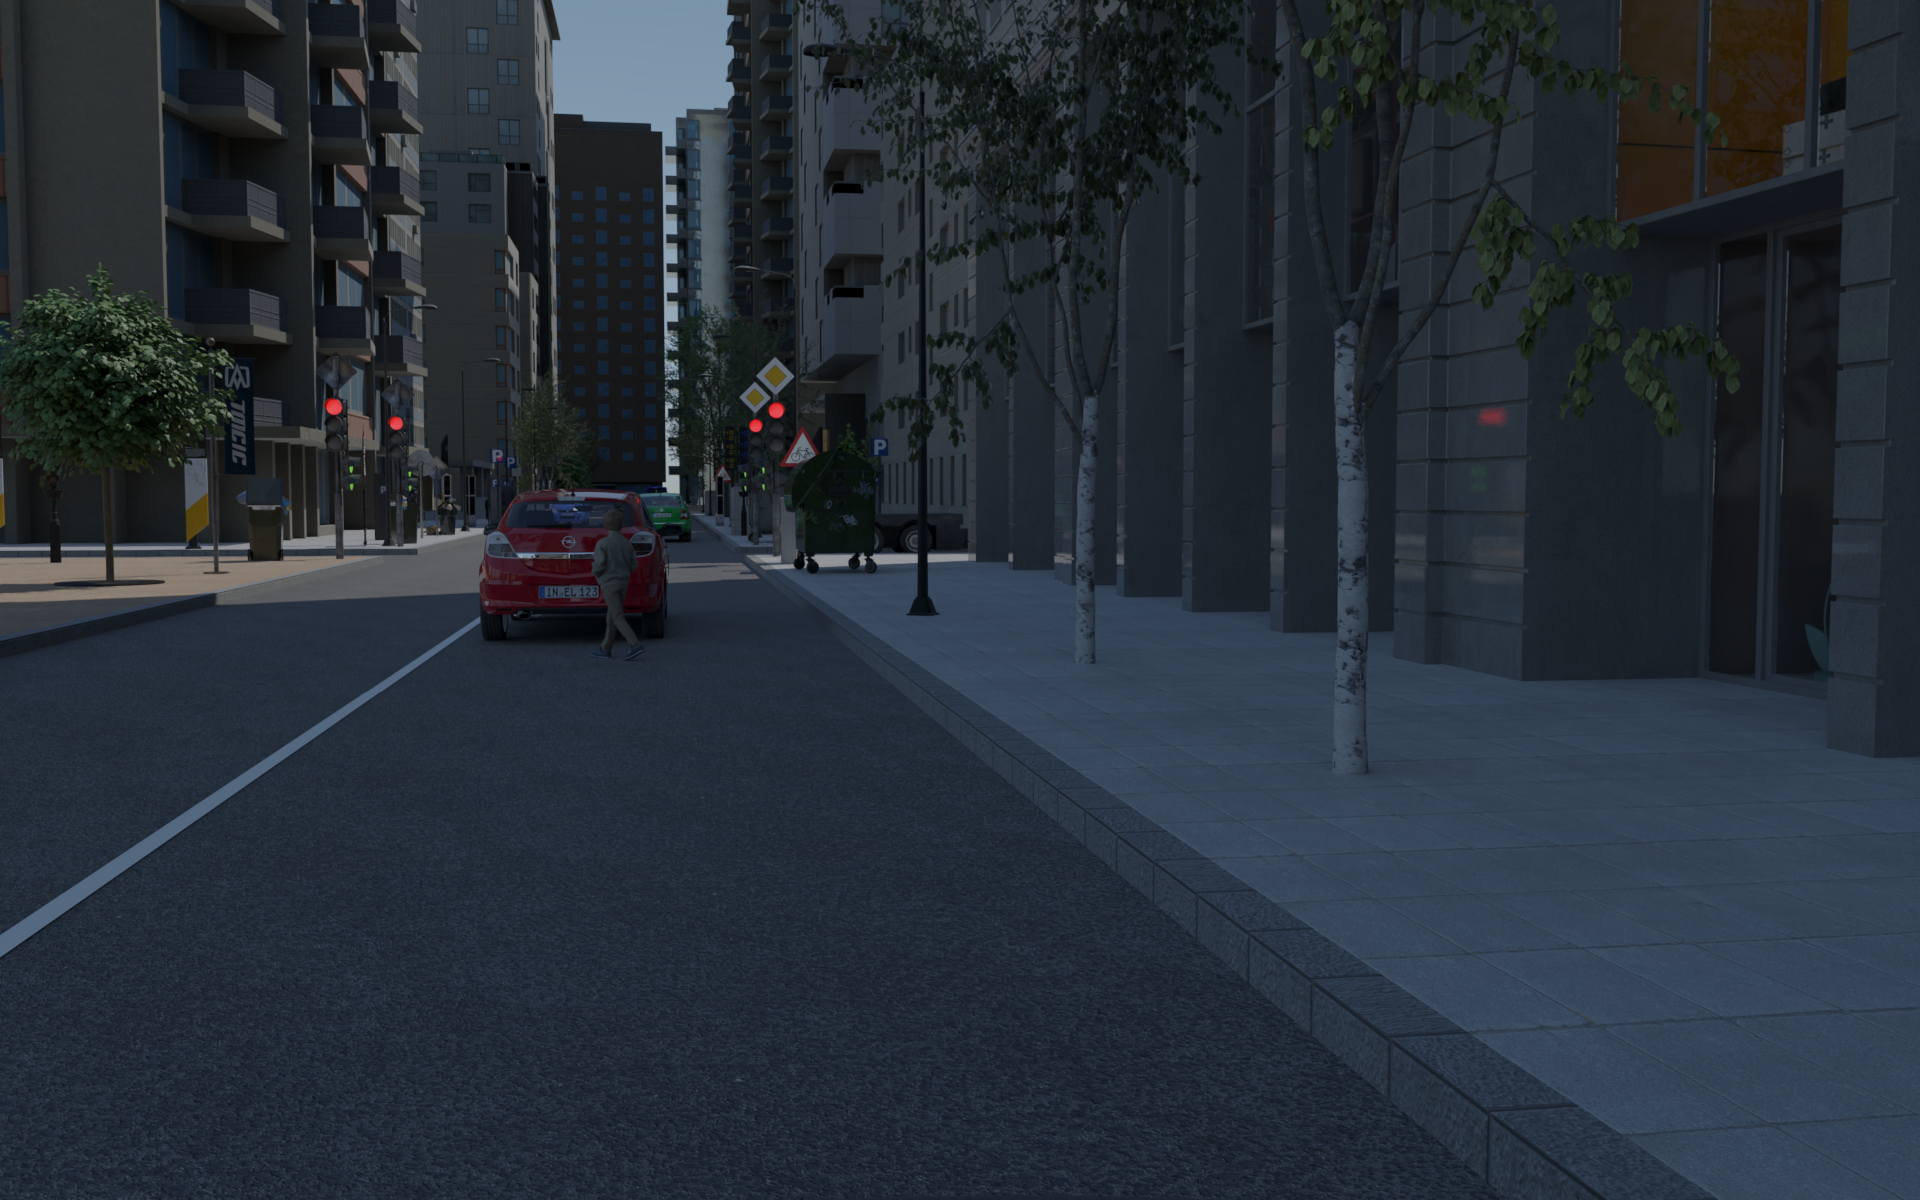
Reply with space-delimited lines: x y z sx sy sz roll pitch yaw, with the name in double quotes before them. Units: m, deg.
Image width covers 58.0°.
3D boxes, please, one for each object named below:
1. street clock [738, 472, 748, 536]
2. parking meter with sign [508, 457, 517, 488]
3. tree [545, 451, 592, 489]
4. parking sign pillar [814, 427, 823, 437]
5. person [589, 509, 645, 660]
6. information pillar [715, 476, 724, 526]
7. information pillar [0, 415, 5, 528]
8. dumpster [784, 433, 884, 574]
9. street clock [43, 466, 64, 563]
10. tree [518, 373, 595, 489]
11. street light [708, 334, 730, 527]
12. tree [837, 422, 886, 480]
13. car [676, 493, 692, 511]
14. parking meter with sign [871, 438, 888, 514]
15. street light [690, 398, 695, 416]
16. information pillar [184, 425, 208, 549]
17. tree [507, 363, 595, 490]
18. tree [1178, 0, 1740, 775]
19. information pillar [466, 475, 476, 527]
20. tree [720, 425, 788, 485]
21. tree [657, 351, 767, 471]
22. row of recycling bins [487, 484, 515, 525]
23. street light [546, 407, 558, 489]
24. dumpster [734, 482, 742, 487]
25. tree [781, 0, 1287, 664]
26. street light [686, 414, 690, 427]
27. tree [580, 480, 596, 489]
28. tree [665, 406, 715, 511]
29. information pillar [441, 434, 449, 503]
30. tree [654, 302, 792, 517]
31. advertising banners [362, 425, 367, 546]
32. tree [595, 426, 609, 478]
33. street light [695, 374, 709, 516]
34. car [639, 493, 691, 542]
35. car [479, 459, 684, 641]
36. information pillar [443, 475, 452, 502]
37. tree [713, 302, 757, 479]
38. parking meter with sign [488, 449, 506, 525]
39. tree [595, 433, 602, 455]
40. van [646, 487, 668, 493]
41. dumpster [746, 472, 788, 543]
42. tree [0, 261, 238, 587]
"street clock" -6.649 -2.979 53.270 0.358 2.002 0.471 0 4 -7
"parking meter with sign" -20.848 -5.108 79.769 0.543 3.016 1.738 0 4 -3
"tree" -28.282 -8.632 124.846 4.285 4.588 4.351 0 3 0
"parking sign pillar" -5.758 -5.007 70.337 1.447 3.967 1.447 -2 4 -27
"person" -2.993 -0.135 14.972 0.640 1.303 0.475 2 4 25
"information pillar" -9.742 -4.019 70.207 0.304 2.012 0.304 -1 4 -17
"information pillar" -22.572 -2.995 40.319 0.504 3.616 0.183 -1 4 -20
"dumpster" -2.092 -1.594 28.556 1.502 2.255 1.985 -1 4 -10
"street clock" -16.876 -1.694 32.270 0.358 2.002 0.471 -2 4 -26
"tree" -24.718 -9.436 104.642 4.360 8.622 3.978 0 3 0
"street light" -6.497 -4.773 50.577 1.470 5.913 1.316 -1 4 -10
"tree" -3.069 -3.197 46.865 1.663 3.219 1.824 0 3 0
"car" -14.558 -4.762 86.893 2.155 1.783 4.494 0 4 -8
"parking meter with sign" -2.827 -3.599 55.111 0.543 3.016 1.738 -1 4 -22
"street light" -12.180 -6.805 83.808 1.470 5.913 1.316 -1 4 -10
"information pillar" -17.819 -2.997 40.354 0.504 3.616 0.183 -1 4 -16
"tree" -23.675 -9.045 98.250 4.737 8.622 4.395 0 3 0
"tree" 1.831 -3.494 7.493 4.737 8.622 4.395 0 3 0
"information pillar" -19.186 -3.878 67.895 0.304 2.012 0.304 -3 5 -43
"tree" -9.167 -5.707 77.017 4.285 4.588 4.351 0 3 0
"tree" -15.550 -10.736 109.939 7.601 10.594 8.767 0 4 4
"row of recycling bins" -19.244 -4.004 72.574 1.069 1.692 3.534 -1 4 -10
"street light" -22.145 -7.334 92.458 1.470 5.913 1.316 -1 4 -10
"dumpster" -6.738 -3.102 56.472 1.264 1.857 1.865 -1 4 -10
"tree" 0.862 -3.838 13.112 4.360 8.622 3.978 0 3 0
"street light" -15.100 -7.848 100.848 1.470 5.913 1.316 -1 4 -10
"tree" -39.760 -11.710 186.064 1.663 3.219 1.824 0 3 0
"tree" -20.042 -11.098 131.813 4.737 8.622 4.395 0 3 0
"information pillar" -20.141 -4.673 67.758 0.183 3.616 0.504 0 4 8
"tree" -13.064 -10.376 95.401 9.928 11.665 9.643 0 3 0
"advertising banners" -14.868 -2.877 43.226 0.090 3.025 2.074 -1 4 -18
"tree" -37.308 -13.645 173.459 4.360 8.622 3.978 0 3 0
"street light" -9.395 -5.793 67.256 1.470 5.913 1.316 -1 4 -10
"car" -9.174 -2.696 52.879 1.959 1.807 4.718 -1 4 -11
"car" -4.043 -0.580 18.528 2.155 1.783 4.494 -1 4 -9
"information pillar" -19.374 -3.730 65.480 0.304 2.012 0.304 -1 4 -14
"tree" -7.202 -6.913 63.390 4.360 8.622 3.978 0 3 0
"parking meter with sign" -18.157 -4.368 67.672 0.543 3.016 1.738 -1 4 -21
"tree" -30.556 -11.380 136.430 4.737 8.622 4.395 0 3 0
"van" -25.722 -8.718 146.931 2.240 2.365 5.245 -1 4 -11
"dumpster" -5.012 -2.465 46.063 1.264 1.857 1.865 -1 4 -10
"tree" -12.202 -2.501 24.599 4.285 4.588 4.351 0 3 0
